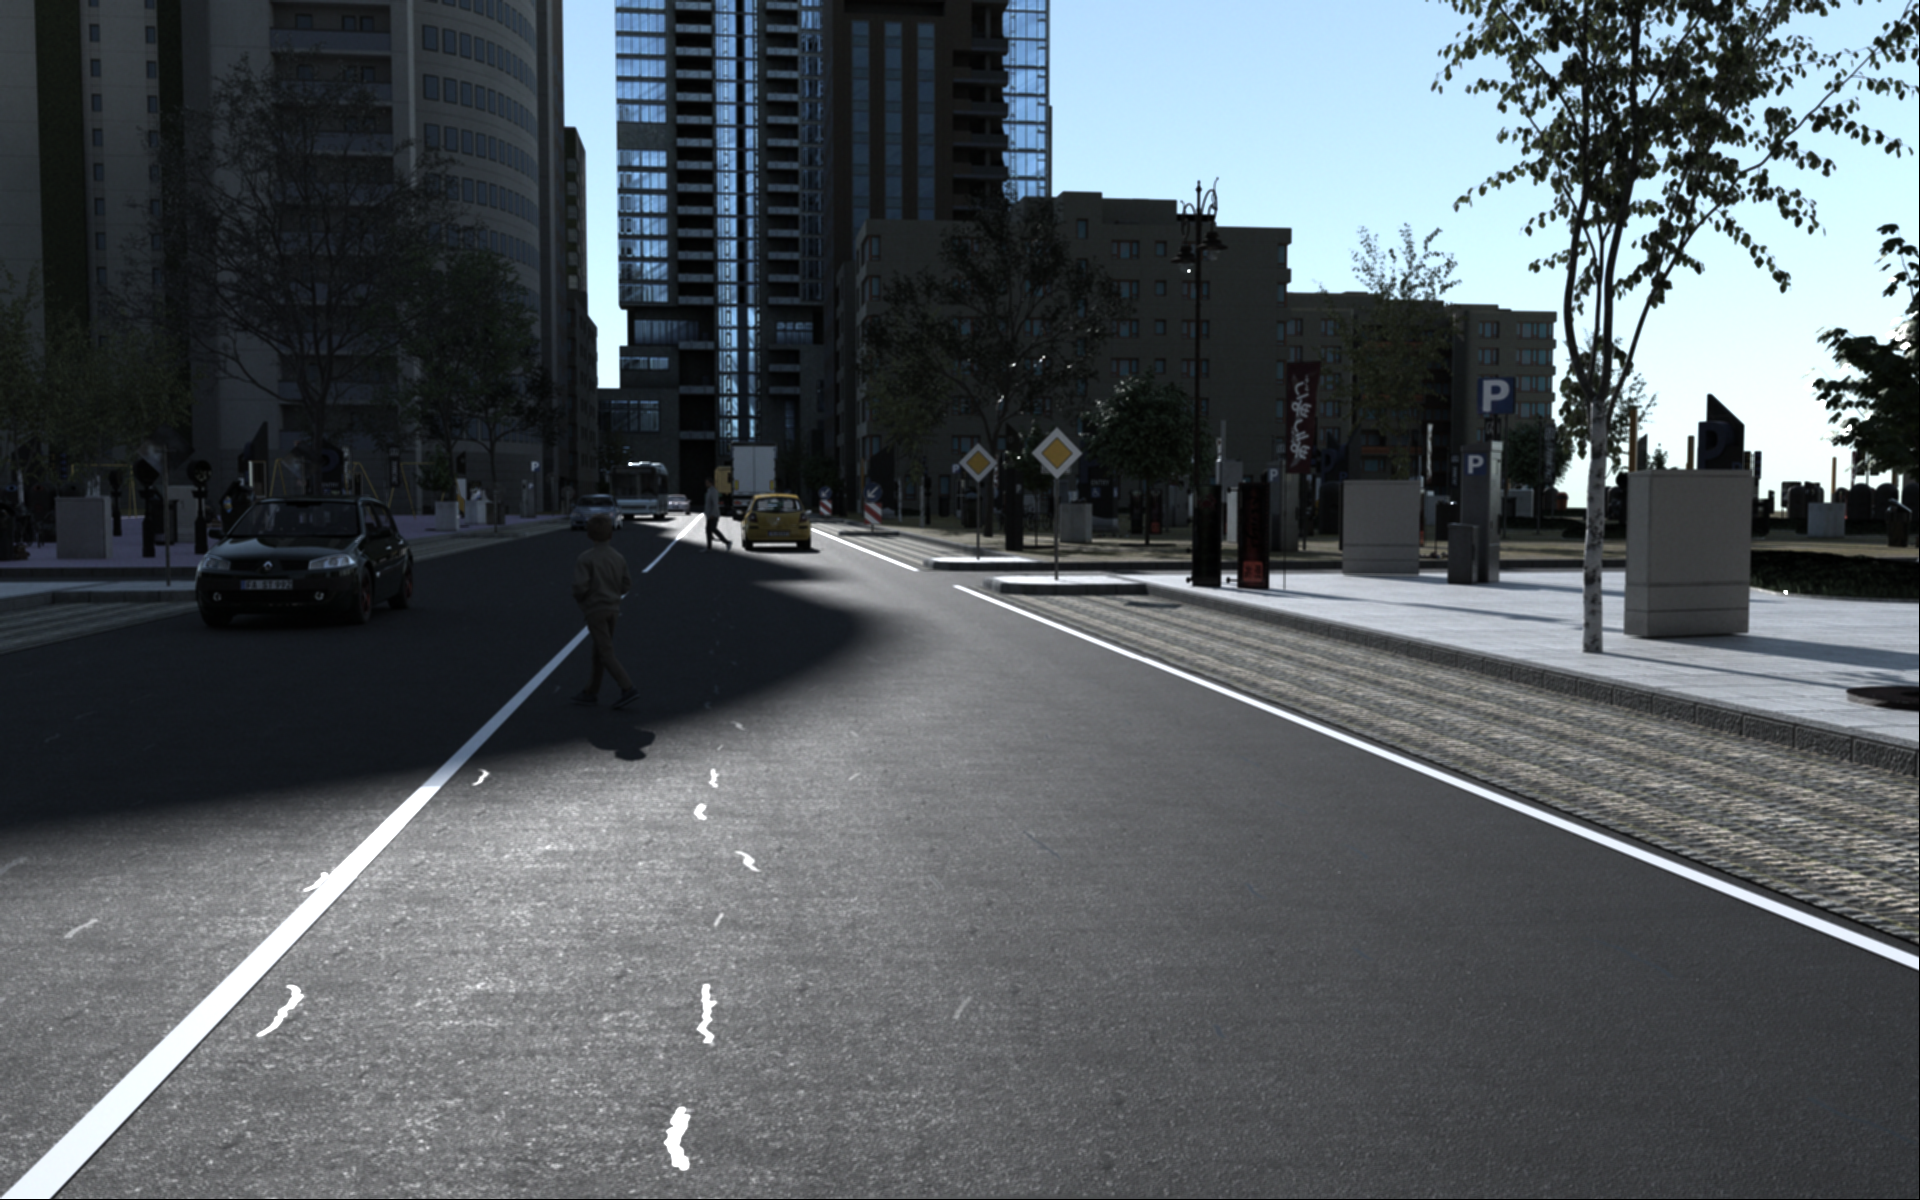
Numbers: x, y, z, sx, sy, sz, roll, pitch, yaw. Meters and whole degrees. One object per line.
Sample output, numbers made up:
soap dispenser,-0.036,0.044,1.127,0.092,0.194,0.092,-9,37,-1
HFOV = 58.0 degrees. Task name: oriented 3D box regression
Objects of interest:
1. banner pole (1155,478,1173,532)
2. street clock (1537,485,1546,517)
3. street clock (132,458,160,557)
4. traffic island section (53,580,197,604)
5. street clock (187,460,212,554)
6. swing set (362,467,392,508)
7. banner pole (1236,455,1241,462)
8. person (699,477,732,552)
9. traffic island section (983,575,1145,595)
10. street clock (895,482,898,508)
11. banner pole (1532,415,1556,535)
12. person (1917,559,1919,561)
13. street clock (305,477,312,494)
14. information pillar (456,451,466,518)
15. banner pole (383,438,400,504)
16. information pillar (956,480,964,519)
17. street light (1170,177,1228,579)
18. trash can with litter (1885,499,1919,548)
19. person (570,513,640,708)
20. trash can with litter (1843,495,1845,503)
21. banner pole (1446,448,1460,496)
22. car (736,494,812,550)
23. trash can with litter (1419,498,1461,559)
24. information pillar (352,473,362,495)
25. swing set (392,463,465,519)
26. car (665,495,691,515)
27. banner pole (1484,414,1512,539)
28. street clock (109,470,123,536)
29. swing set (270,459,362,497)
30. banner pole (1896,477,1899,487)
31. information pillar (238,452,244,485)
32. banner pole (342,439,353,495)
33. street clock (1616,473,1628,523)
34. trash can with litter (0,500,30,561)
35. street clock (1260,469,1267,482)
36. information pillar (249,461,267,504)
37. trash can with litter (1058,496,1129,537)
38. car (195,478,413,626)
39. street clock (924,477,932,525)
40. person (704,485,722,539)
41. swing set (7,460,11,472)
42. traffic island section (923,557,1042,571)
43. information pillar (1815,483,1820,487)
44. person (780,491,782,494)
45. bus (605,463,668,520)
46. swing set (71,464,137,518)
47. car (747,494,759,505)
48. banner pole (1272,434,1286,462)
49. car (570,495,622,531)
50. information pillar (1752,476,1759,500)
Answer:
banner pole,6.877,-4.204,58.749,0.401,3.779,0.863,-2,4,-35
street clock,24.907,-4.265,74.304,0.358,2.002,0.471,-1,4,-21
street clock,-16.484,-1.869,35.136,0.471,2.002,0.358,-3,5,-43
traffic island section,-11.066,-0.115,24.168,2.009,0.180,2.903,0,4,-8
street clock,-16.221,-1.982,36.978,0.358,2.002,0.471,2,4,24
swing set,-29.918,-5.357,85.212,2.862,2.851,3.119,0,4,-5
banner pole,17.709,-7.343,110.080,0.401,3.779,0.863,-1,4,-15
person,-6.034,-2.103,42.738,0.795,1.843,0.661,-1,4,-16
traffic island section,1.459,-0.220,25.877,2.009,0.180,2.903,0,4,-8
street clock,-3.858,-6.098,104.276,0.471,2.002,0.358,2,4,32
banner pole,18.424,-3.946,54.539,0.401,3.779,0.863,-2,4,-29
person,18.557,-1.464,33.114,0.598,1.740,0.731,-1,4,-22
street clock,-26.306,-3.990,69.799,0.358,2.002,0.471,-1,4,-22
information pillar,-26.596,-6.182,92.429,0.504,3.616,0.183,-2,4,-25
banner pole,-25.578,-5.374,77.874,0.863,3.779,0.401,-2,4,-24
information pillar,0.020,-5.140,88.529,0.304,2.012,0.304,2,4,32
street light,3.517,-3.235,25.677,0.468,5.910,1.993,0,4,-8
trash can with litter,22.923,-1.861,41.807,1.055,1.170,0.624,2,4,32
person,-2.416,0.070,11.636,0.640,1.303,0.475,2,4,26
trash can with litter,47.027,-4.926,91.591,1.678,1.210,2.233,-2,4,-27
banner pole,26.509,-6.322,93.374,0.863,3.779,0.401,2,4,29
car,-4.871,-2.165,45.618,2.015,1.641,3.980,-1,4,-9
trash can with litter,9.461,-1.464,34.991,2.233,1.210,1.678,1,4,9
information pillar,-20.702,-3.365,59.517,0.304,2.012,0.304,-2,4,-24
swing set,-26.877,-5.453,86.776,3.119,2.851,2.862,1,4,12
car,-19.791,-6.636,120.866,2.083,1.381,4.827,0,4,-8
banner pole,15.524,-3.670,50.014,0.863,3.779,0.401,0,4,2
street clock,-25.729,-2.952,52.830,0.358,2.002,0.471,0,4,-4
swing set,-28.728,-4.845,76.830,3.119,2.851,2.862,0,4,1
banner pole,40.130,-5.145,74.135,0.401,3.779,0.863,3,4,36
information pillar,-36.908,-5.987,89.242,0.504,3.616,0.183,-2,4,-24
banner pole,-27.936,-5.450,79.127,0.401,3.779,0.863,1,4,20
street clock,23.318,-3.447,60.928,0.358,2.002,0.471,-3,4,-36
trash can with litter,-18.476,-1.349,33.444,0.624,1.170,1.055,0,4,-2
street clock,8.910,-2.773,49.914,0.471,2.002,0.358,-1,4,-21
information pillar,-15.617,-2.083,38.545,0.304,2.012,0.304,-2,4,-34
trash can with litter,3.969,-2.490,51.771,2.233,1.210,1.678,0,4,-3
car,-7.552,-0.637,20.197,2.009,1.686,4.222,0,4,-8
street clock,-1.348,-4.180,72.918,0.358,2.002,0.471,0,4,-7
person,-7.968,-2.858,55.475,0.600,1.795,0.529,1,4,20
swing set,-44.315,-5.035,79.946,3.119,2.851,2.862,0,4,5
traffic island section,0.373,-0.704,33.788,2.009,0.180,2.903,0,4,-8
information pillar,54.959,-6.522,111.128,0.304,2.012,0.304,1,4,9
person,-16.115,-8.965,155.631,0.434,1.755,0.990,-3,4,-38
bus,-18.380,-6.404,99.563,2.948,3.499,13.247,0,4,-7
swing set,-45.494,-5.784,92.184,3.119,2.851,2.862,-2,4,-32
car,-8.802,-4.184,80.201,2.131,1.459,4.920,0,4,-7
banner pole,13.240,-5.028,72.227,0.863,3.779,0.401,3,5,42
car,-14.567,-3.517,69.507,2.014,1.417,4.499,0,4,-7
information pillar,32.988,-4.132,72.048,0.304,2.012,0.304,-1,4,-17
